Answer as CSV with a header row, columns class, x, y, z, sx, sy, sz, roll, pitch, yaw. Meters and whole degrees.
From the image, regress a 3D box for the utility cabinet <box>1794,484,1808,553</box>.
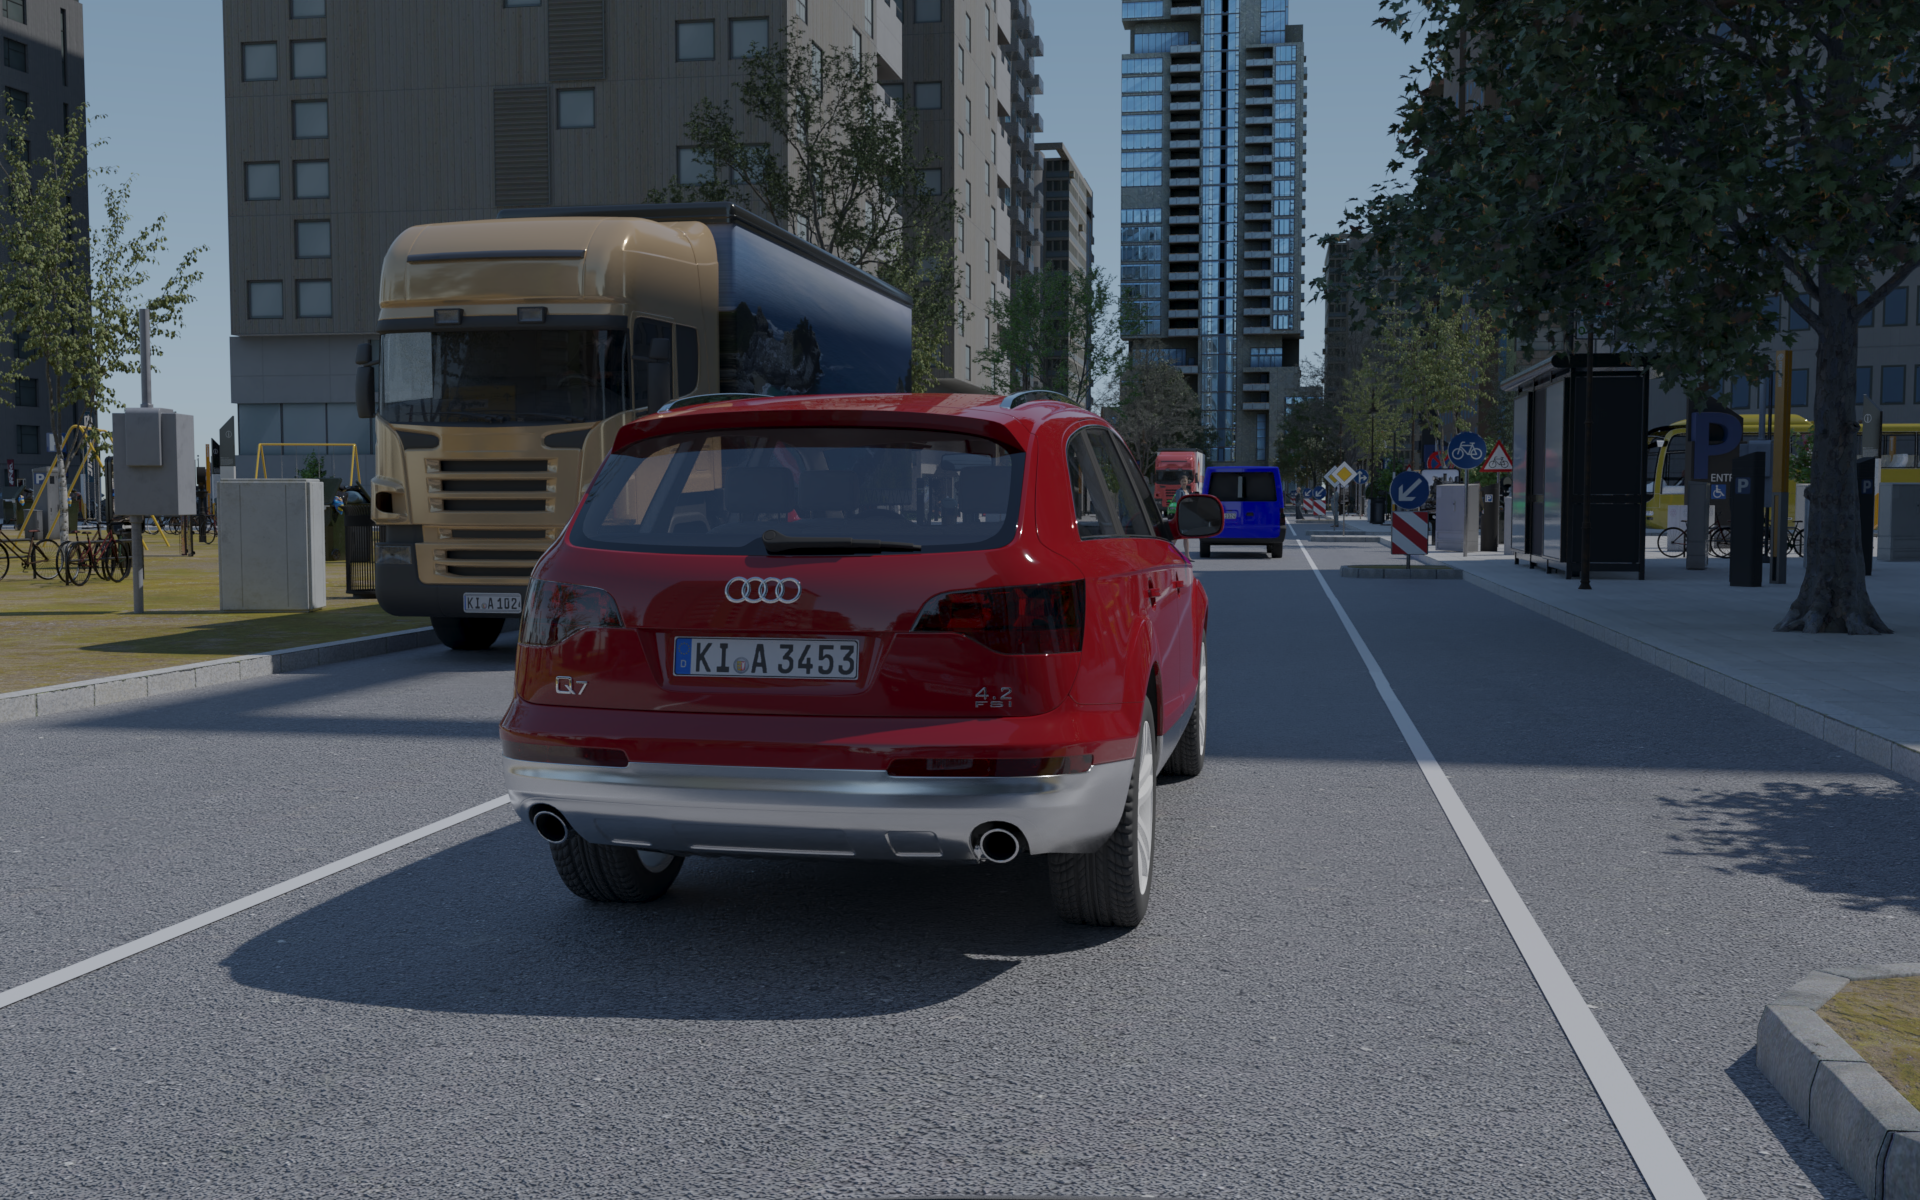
class,x,y,z,sx,sy,sz,roll,pitch,yaw
utility cabinet,18.589,-1.752,37.320,1.173,1.500,0.318,-1,4,-17

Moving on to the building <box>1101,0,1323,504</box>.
class,x,y,z,sx,sy,sz,roll,pitch,yaw
building,34.332,-56.642,238.764,31.000,86.520,22.319,1,4,10

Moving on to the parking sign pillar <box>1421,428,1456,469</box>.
class,x,y,z,sx,sy,sz,roll,pitch,yaw
parking sign pillar,18.861,-4.880,68.261,1.447,3.967,1.447,0,4,5

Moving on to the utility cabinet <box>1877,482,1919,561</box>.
class,x,y,z,sx,sy,sz,roll,pitch,yaw
utility cabinet,18.106,-1.495,33.114,1.173,1.500,0.318,-1,4,-23

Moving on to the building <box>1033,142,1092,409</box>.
class,x,y,z,sx,sy,sz,roll,pitch,yaw
building,1.462,-30.335,187.866,23.993,40.220,32.217,1,4,10

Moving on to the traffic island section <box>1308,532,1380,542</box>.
class,x,y,z,sx,sy,sz,roll,pitch,yaw
traffic island section,11.730,-1.871,52.872,2.009,0.180,2.903,1,4,10

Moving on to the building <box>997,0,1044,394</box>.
class,x,y,z,sx,sy,sz,roll,pitch,yaw
building,-4.590,-32.795,155.802,23.786,49.044,30.456,1,4,10

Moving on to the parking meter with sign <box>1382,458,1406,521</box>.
class,x,y,z,sx,sy,sz,roll,pitch,yaw
parking meter with sign,20.972,-5.286,82.690,0.543,3.016,1.738,-2,4,-31

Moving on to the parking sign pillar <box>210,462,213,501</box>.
class,x,y,z,sx,sy,sz,roll,pitch,yaw
parking sign pillar,-57.839,-8.872,133.524,1.447,3.967,1.447,-3,5,-42

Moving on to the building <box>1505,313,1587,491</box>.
class,x,y,z,sx,sy,sz,roll,pitch,yaw
building,45.914,-26.848,122.557,14.154,41.232,14.086,1,4,10

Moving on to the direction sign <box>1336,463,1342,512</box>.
class,x,y,z,sx,sy,sz,roll,pitch,yaw
direction sign,27.823,-8.242,126.752,0.379,3.537,0.876,-2,4,-33

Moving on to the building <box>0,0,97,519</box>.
class,x,y,z,sx,sy,sz,roll,pitch,yaw
building,-56.665,-19.559,91.483,14.107,30.474,14.160,1,4,10

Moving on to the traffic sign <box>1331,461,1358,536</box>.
class,x,y,z,sx,sy,sz,roll,pitch,yaw
traffic sign,11.705,-3.007,52.799,0.795,2.450,0.064,1,4,10

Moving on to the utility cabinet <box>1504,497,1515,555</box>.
class,x,y,z,sx,sy,sz,roll,pitch,yaw
utility cabinet,11.944,-1.554,36.570,1.020,1.237,0.306,-2,4,-33

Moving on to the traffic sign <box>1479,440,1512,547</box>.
class,x,y,z,sx,sy,sz,roll,pitch,yaw
traffic sign,12.965,-2.552,41.730,0.884,2.594,0.081,1,4,16

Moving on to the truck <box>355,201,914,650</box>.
class,x,y,z,sx,sy,sz,roll,pitch,yaw
truck,-2.922,-1.846,19.095,2.839,4.237,11.283,1,4,11

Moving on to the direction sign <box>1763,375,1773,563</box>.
class,x,y,z,sx,sy,sz,roll,pitch,yaw
direction sign,15.031,-2.458,32.193,0.379,3.537,0.876,1,4,23

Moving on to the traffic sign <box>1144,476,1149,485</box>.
class,x,y,z,sx,sy,sz,roll,pitch,yaw
traffic sign,12.948,-7.463,122.125,0.768,2.556,0.104,1,4,17

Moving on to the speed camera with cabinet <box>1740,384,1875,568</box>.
class,x,y,z,sx,sy,sz,roll,pitch,yaw
speed camera with cabinet,14.465,-2.156,29.592,2.038,3.252,0.660,3,4,37

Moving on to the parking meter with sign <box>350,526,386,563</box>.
class,x,y,z,sx,sy,sz,roll,pitch,yaw
parking meter with sign,-10.579,-2.221,32.570,1.738,3.016,0.543,-1,4,-9

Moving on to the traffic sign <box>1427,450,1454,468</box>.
class,x,y,z,sx,sy,sz,roll,pitch,yaw
traffic sign,14.037,-3.090,50.632,0.768,2.556,0.104,1,4,14

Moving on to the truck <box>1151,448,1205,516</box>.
class,x,y,z,sx,sy,sz,roll,pitch,yaw
truck,13.771,-7.314,108.504,2.839,4.237,11.283,1,4,11

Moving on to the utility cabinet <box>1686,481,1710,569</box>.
class,x,y,z,sx,sy,sz,roll,pitch,yaw
utility cabinet,12.703,-1.290,29.772,0.318,1.500,1.173,2,4,26

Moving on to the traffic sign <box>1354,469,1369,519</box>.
class,x,y,z,sx,sy,sz,roll,pitch,yaw
traffic sign,20.399,-5.385,88.145,0.768,2.556,0.104,1,4,17

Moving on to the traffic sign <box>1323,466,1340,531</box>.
class,x,y,z,sx,sy,sz,roll,pitch,yaw
traffic sign,13.118,-3.487,60.659,0.795,2.450,0.064,1,4,10

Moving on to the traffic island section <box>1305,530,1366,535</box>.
class,x,y,z,sx,sy,sz,roll,pitch,yaw
traffic island section,13.143,-2.352,60.732,2.009,0.180,2.903,1,4,10

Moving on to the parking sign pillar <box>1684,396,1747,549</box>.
class,x,y,z,sx,sy,sz,roll,pitch,yaw
parking sign pillar,18.013,-3.230,41.280,1.447,3.967,1.447,0,4,3

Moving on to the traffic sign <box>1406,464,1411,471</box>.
class,x,y,z,sx,sy,sz,roll,pitch,yaw
traffic sign,19.429,-4.585,74.973,0.884,2.594,0.081,1,4,11

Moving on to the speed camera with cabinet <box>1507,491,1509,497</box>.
class,x,y,z,sx,sy,sz,roll,pitch,yaw
speed camera with cabinet,34.423,-7.019,109.099,2.038,3.252,0.660,3,4,36

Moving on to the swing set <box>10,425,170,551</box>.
class,x,y,z,sx,sy,sz,roll,pitch,yaw
swing set,-20.392,-2.637,40.729,2.862,2.851,3.119,-1,4,-15

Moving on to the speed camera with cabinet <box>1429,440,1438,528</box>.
class,x,y,z,sx,sy,sz,roll,pitch,yaw
speed camera with cabinet,17.342,-4.285,64.395,0.660,3.252,2.038,0,4,1

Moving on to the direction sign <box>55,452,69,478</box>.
class,x,y,z,sx,sy,sz,roll,pitch,yaw
direction sign,-43.362,-5.608,83.683,0.379,3.537,0.876,0,4,8

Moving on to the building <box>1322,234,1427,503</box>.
class,x,y,z,sx,sy,sz,roll,pitch,yaw
building,62.565,-33.525,240.008,23.993,40.220,32.217,1,4,10

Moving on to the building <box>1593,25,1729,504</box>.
class,x,y,z,sx,sy,sz,roll,pitch,yaw
building,43.500,-32.514,73.598,28.212,58.520,21.231,1,4,10

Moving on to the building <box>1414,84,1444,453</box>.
class,x,y,z,sx,sy,sz,roll,pitch,yaw
building,58.968,-32.104,179.529,22.147,44.769,28.867,1,4,10

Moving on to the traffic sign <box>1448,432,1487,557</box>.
class,x,y,z,sx,sy,sz,roll,pitch,yaw
traffic sign,10.349,-2.159,35.399,0.768,2.556,0.104,1,4,17

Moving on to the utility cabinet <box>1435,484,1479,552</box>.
class,x,y,z,sx,sy,sz,roll,pitch,yaw
utility cabinet,11.012,-1.818,38.402,0.318,1.500,1.173,-1,4,-19

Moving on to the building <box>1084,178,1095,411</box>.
class,x,y,z,sx,sy,sz,roll,pitch,yaw
building,10.842,-36.077,239.966,14.200,45.320,14.600,1,4,10

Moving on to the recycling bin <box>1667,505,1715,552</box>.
class,x,y,z,sx,sy,sz,roll,pitch,yaw
recycling bin,16.367,-1.605,38.795,0.722,1.027,0.722,-2,4,-29

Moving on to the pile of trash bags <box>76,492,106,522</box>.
class,x,y,z,sx,sy,sz,roll,pitch,yaw
pile of trash bags,-40.386,-4.328,80.513,1.912,1.369,3.447,0,4,-2

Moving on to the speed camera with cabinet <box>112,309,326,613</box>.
class,x,y,z,sx,sy,sz,roll,pitch,yaw
speed camera with cabinet,-8.040,-1.498,18.828,2.038,3.252,0.660,0,4,-5

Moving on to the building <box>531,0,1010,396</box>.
class,x,y,z,sx,sy,sz,roll,pitch,yaw
building,-11.245,-32.724,124.275,28.713,52.752,27.495,1,4,10

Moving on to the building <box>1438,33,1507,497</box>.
class,x,y,z,sx,sy,sz,roll,pitch,yaw
building,51.801,-31.090,158.435,14.600,45.320,14.200,1,4,10

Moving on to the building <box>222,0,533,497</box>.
class,x,y,z,sx,sy,sz,roll,pitch,yaw
building,-18.359,-30.600,89.556,28.713,52.752,27.495,1,4,10

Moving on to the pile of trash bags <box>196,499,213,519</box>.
class,x,y,z,sx,sy,sz,roll,pitch,yaw
pile of trash bags,-37.968,-4.774,87.804,3.447,1.369,1.912,-3,5,-41

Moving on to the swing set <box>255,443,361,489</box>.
class,x,y,z,sx,sy,sz,roll,pitch,yaw
swing set,-20.143,-3.441,53.880,3.119,2.851,2.862,0,4,-8

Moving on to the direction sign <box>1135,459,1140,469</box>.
class,x,y,z,sx,sy,sz,roll,pitch,yaw
direction sign,11.413,-7.439,113.627,0.876,3.537,0.379,3,4,38

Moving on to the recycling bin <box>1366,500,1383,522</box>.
class,x,y,z,sx,sy,sz,roll,pitch,yaw
recycling bin,19.099,-4.105,79.678,0.722,1.027,0.722,1,4,9
